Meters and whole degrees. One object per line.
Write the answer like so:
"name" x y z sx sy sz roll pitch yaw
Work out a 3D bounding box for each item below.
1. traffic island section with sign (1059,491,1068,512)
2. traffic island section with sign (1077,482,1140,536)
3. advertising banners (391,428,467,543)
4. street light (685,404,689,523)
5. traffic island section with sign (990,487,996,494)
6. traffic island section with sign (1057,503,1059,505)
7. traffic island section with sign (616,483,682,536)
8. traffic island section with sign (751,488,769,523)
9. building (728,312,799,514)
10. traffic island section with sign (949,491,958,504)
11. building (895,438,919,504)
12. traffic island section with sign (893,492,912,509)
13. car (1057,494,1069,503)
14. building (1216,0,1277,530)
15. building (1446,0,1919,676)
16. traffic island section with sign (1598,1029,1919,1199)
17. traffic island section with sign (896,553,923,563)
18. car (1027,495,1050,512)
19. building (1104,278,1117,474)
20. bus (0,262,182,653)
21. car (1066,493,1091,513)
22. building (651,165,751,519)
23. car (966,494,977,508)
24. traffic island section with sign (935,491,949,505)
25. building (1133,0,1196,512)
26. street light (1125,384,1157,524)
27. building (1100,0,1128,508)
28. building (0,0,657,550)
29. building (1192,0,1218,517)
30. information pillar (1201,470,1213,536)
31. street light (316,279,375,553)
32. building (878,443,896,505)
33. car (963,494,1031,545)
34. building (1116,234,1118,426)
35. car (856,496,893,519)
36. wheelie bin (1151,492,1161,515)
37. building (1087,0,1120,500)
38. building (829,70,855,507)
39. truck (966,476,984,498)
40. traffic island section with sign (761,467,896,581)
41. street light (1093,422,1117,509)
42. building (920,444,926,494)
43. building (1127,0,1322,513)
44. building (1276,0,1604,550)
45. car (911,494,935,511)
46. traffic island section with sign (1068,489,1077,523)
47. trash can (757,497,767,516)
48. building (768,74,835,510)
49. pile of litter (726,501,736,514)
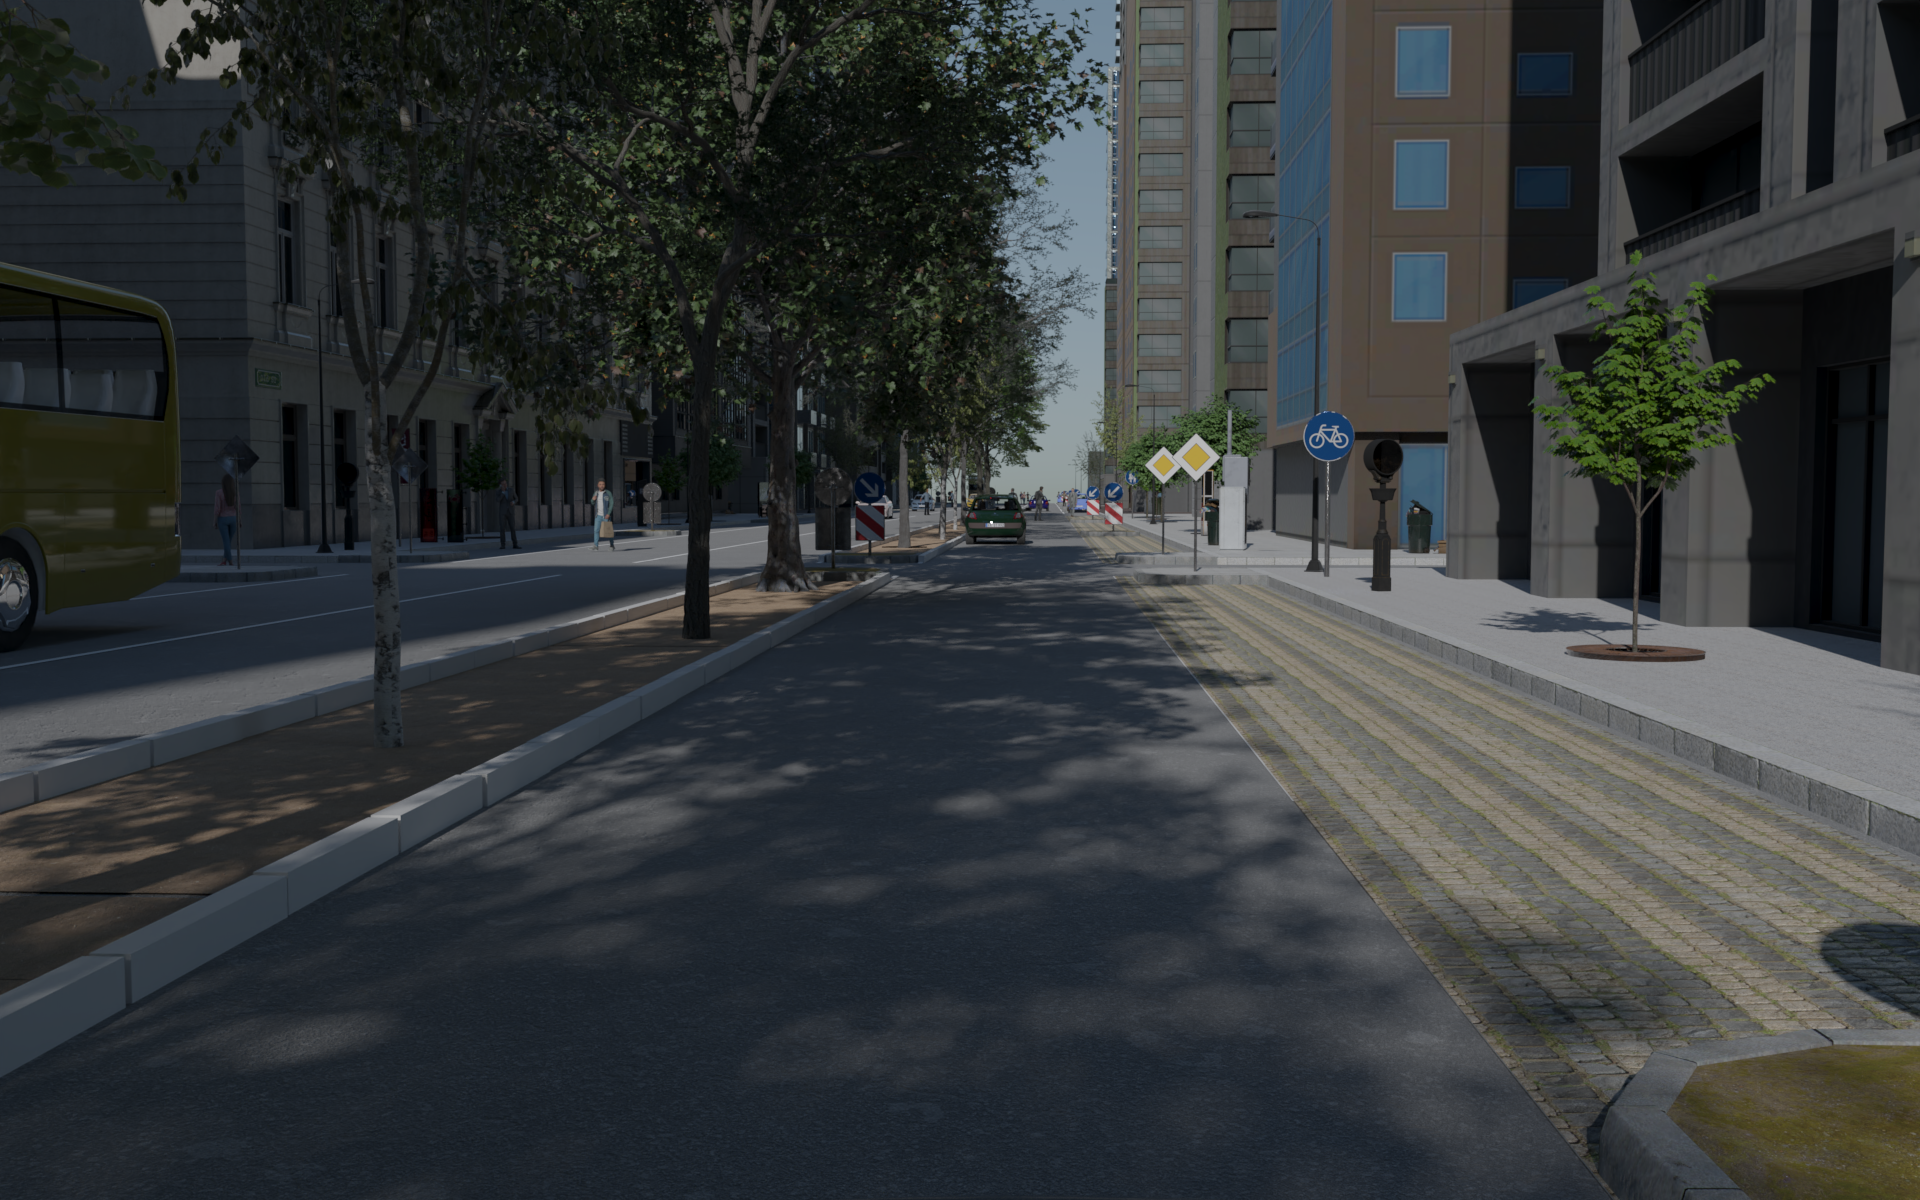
"traffic island section with sign" 9.046 -7.827 136.604 1.989 1.847 2.006 0 4 3
"traffic island section with sign" 5.144 -3.114 59.546 1.989 1.847 2.006 0 4 3
"advertising banners" -14.044 -3.035 45.808 2.074 3.025 0.090 1 4 10
"street light" -11.397 -6.325 75.963 1.470 5.913 1.316 0 4 3
"traffic island section with sign" 1.948 -6.333 111.673 2.006 1.907 1.989 0 4 3
"traffic island section with sign" 10.414 -9.474 163.525 1.989 1.847 2.006 0 4 3
"traffic island section with sign" -10.760 -3.152 60.159 1.989 1.847 2.006 0 4 3
"traffic island section with sign" -9.396 -4.798 87.080 1.989 1.847 2.006 0 4 3
"building" -22.373 -41.846 122.441 20.563 71.187 20.611 0 4 3
"traffic island section with sign" -1.361 -14.525 246.106 1.989 1.847 2.006 0 4 3
"building" -16.844 -41.859 226.390 21.231 58.520 28.212 0 4 3
"traffic island section with sign" -5.492 -9.523 164.335 1.989 1.847 2.006 0 4 3
"car" 15.078 -14.901 253.218 1.945 1.707 3.694 0 4 2
"building" 16.867 -18.092 67.509 14.160 30.474 14.107 0 4 3
"building" 17.184 -35.204 13.843 20.563 71.187 20.611 0 4 3
"traffic island section with sign" 2.308 0.338 3.097 1.989 1.847 2.006 0 4 3
"traffic island section with sign" -1.837 -1.743 36.629 2.006 1.907 1.989 0 4 3
"car" 6.527 -8.013 143.585 1.945 1.354 3.894 0 4 3
"building" 26.222 -28.129 231.616 14.160 30.474 14.107 0 4 3
"bus" -9.822 -1.300 12.794 2.896 3.916 12.252 0 4 1
"car" 9.121 -7.547 132.979 1.945 1.707 3.694 0 4 3
"building" -20.477 -18.452 95.196 14.314 27.812 24.014 0 4 3
"car" 1.619 -10.085 175.111 2.015 1.641 3.980 0 4 3
"traffic island section with sign" -2.722 -12.878 219.185 1.989 1.847 2.006 0 4 3
"building" 19.910 -27.205 128.403 14.154 41.232 14.086 0 4 3
"street light" 7.650 -6.159 73.239 1.470 5.913 1.316 0 4 3
"building" 27.913 -47.353 212.470 20.563 71.187 20.611 0 4 3
"building" -23.127 -17.398 60.879 17.030 29.872 44.131 0 4 3
"building" 23.647 -33.869 95.754 21.231 58.520 28.212 0 4 3
"information pillar" 7.557 -2.967 52.998 0.304 2.012 0.304 0 4 -8
"street light" -13.291 -3.972 37.485 1.470 5.913 1.316 0 4 3
"building" -15.200 -26.524 205.364 14.160 30.474 14.107 0 4 3
"car" 1.060 -2.488 50.469 2.009 1.686 4.222 0 4 2
"building" 23.310 -32.252 177.432 14.600 45.320 14.200 0 4 3
"car" -4.917 -5.355 99.918 2.083 1.381 4.827 0 4 3
"wheelie bin" 12.019 -5.938 104.992 0.980 1.594 0.693 3 5 42
"building" 30.307 -57.495 252.714 22.319 86.520 31.000 0 4 3
"building" -19.993 -33.750 175.518 21.300 48.544 21.600 0 4 3
"truck" 2.477 -16.464 258.099 2.839 4.237 11.283 0 4 1
"traffic island section with sign" -2.221 -1.290 29.232 2.006 1.907 1.989 0 4 3
"street light" 9.497 -8.481 111.198 1.470 5.913 1.316 0 4 3
"building" -16.347 -38.401 251.560 21.300 48.544 21.600 0 4 3
"building" 20.855 -30.111 142.418 14.600 45.320 14.200 0 4 3
"building" 16.089 -24.134 44.709 14.200 45.320 14.600 0 4 3
"car" -3.057 -8.123 144.811 2.014 1.417 4.499 0 4 3
"traffic island section with sign" 6.511 -4.761 86.467 1.989 1.847 2.006 0 4 3
"trash can" -11.285 -5.358 99.249 0.748 1.137 0.748 0 3 0
"building" -22.905 -32.418 149.638 23.786 49.044 30.456 0 4 3
"pile of litter" -14.881 -5.881 110.112 1.176 0.858 1.719 -2 4 -34
